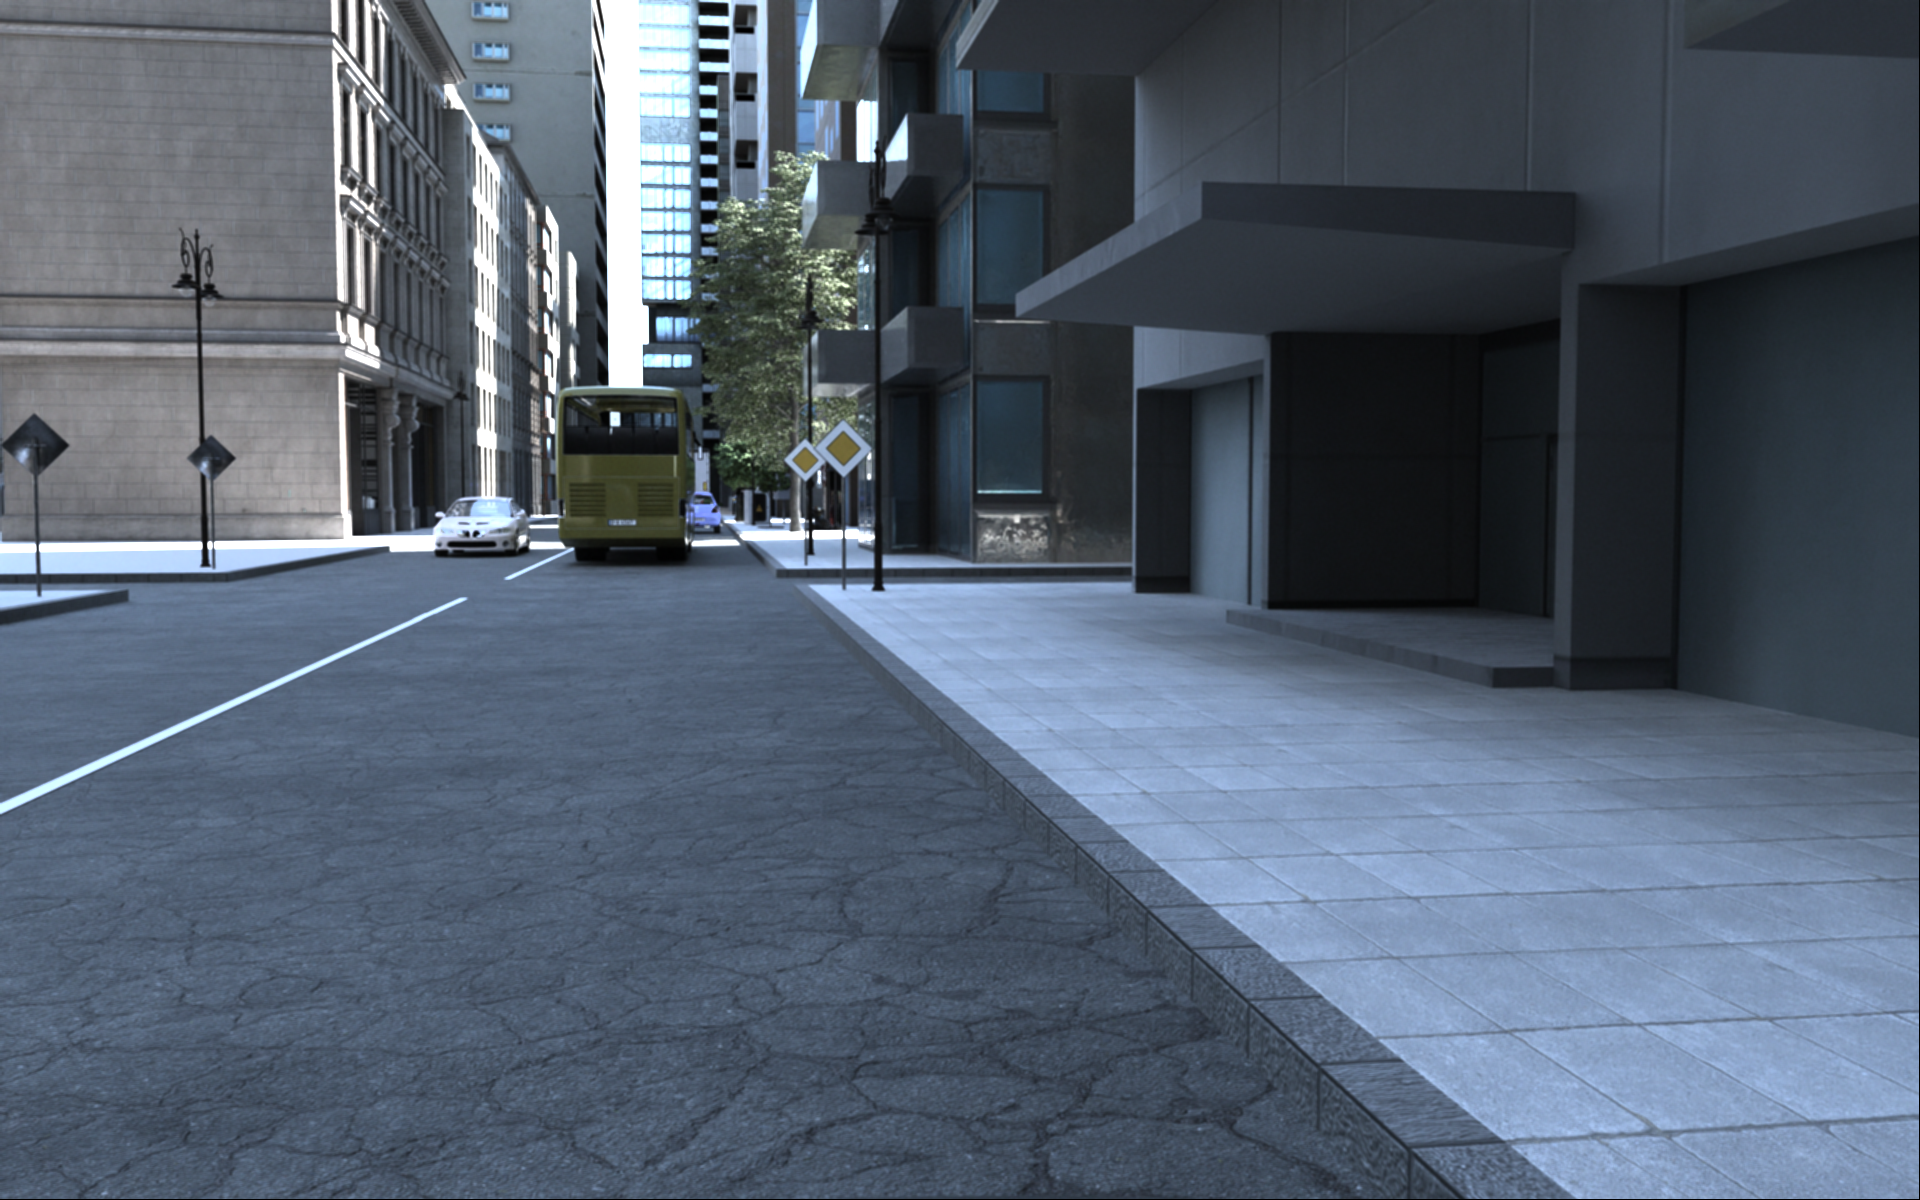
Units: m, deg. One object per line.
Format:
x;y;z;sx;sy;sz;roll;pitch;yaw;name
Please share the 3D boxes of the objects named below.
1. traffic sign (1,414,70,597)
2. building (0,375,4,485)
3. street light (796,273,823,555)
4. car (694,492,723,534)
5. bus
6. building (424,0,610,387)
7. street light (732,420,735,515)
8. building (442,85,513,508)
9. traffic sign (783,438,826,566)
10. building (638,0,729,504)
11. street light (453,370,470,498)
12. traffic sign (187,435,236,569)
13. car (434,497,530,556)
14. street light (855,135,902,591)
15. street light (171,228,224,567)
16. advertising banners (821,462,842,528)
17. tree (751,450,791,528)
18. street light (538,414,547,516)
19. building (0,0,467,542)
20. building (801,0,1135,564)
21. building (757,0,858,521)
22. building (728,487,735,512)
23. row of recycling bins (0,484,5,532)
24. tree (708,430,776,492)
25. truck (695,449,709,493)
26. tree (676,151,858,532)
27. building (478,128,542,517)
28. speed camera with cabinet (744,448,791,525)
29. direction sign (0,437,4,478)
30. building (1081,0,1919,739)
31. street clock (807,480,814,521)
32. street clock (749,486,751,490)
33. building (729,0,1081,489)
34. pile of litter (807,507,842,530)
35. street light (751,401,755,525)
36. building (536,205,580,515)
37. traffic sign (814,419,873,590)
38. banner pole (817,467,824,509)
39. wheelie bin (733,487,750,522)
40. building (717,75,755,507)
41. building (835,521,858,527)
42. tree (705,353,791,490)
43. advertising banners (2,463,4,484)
-11.538;-1.101;21.644;0.795;2.450;0.064;-1;4;-9;traffic sign
-84.994;-29.421;164.634;14.086;41.232;14.154;-1;4;-9;building
-3.146;-3.886;36.323;0.468;5.910;1.993;-1;4;-9;street light
-9.724;-3.330;64.041;1.945;1.707;3.694;-1;4;-9;car
-7.474;-2.967;40.054;2.896;3.916;12.252;0;4;-8;bus
-39.978;-31.625;140.777;21.300;48.544;21.600;-1;4;-9;building
-13.744;-8.086;104.997;0.468;5.910;1.993;-1;4;-9;street light
-26.001;-13.547;76.249;10.420;20.320;16.860;-1;4;-9;building
-2.768;-1.676;31.043;0.795;2.450;0.064;-1;4;-9;traffic sign
-24.733;-54.160;198.190;31.000;86.520;22.319;-1;4;-9;building
-18.531;-5.611;64.520;0.468;5.910;1.993;-1;4;-9;street light
-12.749;-1.584;29.537;0.795;2.450;0.064;-1;4;-9;traffic sign
-11.367;-1.774;41.368;2.083;1.381;4.827;-1;4;-9;car
-1.084;-3.060;22.818;0.468;5.910;1.993;-1;4;-9;street light
-13.311;-3.522;30.376;0.468;5.910;1.993;-1;4;-9;street light
-4.778;-4.190;64.692;0.090;3.025;2.074;-2;4;-27;advertising banners
-7.254;-4.330;65.397;1.663;3.219;1.824;0;3;0;tree
-23.989;-7.760;99.667;0.468;5.910;1.993;-1;4;-9;street light
-21.583;-12.049;47.907;10.553;20.767;40.483;-1;4;-9;building
11.372;-25.824;41.827;30.456;49.044;23.786;-1;4;-9;building
-4.359;-27.459;99.067;14.600;45.320;14.200;-1;4;-9;building
-1.015;-26.727;128.875;32.217;40.220;23.993;-1;4;-9;building
-32.435;-3.197;59.385;1.069;1.692;3.534;-2;4;-33;row of recycling bins
-10.591;-6.162;84.464;4.285;4.588;4.351;0;3;0;tree
-17.707;-7.543;112.248;2.839;4.237;11.283;-1;4;-11;truck
-5.489;-8.516;57.372;7.486;12.596;7.792;0;3;0;tree
-28.311;-14.952;93.610;9.793;20.994;18.267;-1;4;-9;building
-8.149;-4.847;73.584;2.038;3.252;0.660;-2;4;-33;speed camera with cabinet
-35.846;-4.464;64.980;0.876;3.537;0.379;-2;4;-26;direction sign
15.045;-25.770;10.576;28.713;52.752;27.495;-1;4;-9;building
-7.275;-4.829;83.524;0.471;2.002;0.358;-2;4;-24;street clock
-11.323;-5.378;92.508;0.358;2.002;0.471;-2;4;-28;street clock
-6.604;-34.526;153.746;28.713;52.752;27.495;-1;4;-9;building
-4.855;-2.913;61.585;1.176;0.858;1.719;-2;4;-33;pile of litter
-8.463;-5.997;70.842;0.468;5.910;1.993;-1;4;-9;street light
-40.538;-16.574;116.020;27.650;21.520;28.899;-1;4;-9;building
-1.557;-1.193;23.150;0.795;2.450;0.064;-1;4;-9;traffic sign
-6.802;-5.795;84.762;0.401;3.779;0.863;2;4;27;banner pole
-9.963;-4.402;79.874;0.980;1.594;0.693;-2;4;-35;wheelie bin
-17.118;-29.963;173.483;14.154;41.232;14.086;-1;4;-9;building
1.181;-25.917;73.851;14.600;45.320;14.200;-1;4;-9;building
-10.709;-8.498;89.312;4.360;8.622;3.978;0;3;0;tree
-53.532;-6.151;96.759;0.090;3.025;2.074;-1;4;-23;advertising banners
